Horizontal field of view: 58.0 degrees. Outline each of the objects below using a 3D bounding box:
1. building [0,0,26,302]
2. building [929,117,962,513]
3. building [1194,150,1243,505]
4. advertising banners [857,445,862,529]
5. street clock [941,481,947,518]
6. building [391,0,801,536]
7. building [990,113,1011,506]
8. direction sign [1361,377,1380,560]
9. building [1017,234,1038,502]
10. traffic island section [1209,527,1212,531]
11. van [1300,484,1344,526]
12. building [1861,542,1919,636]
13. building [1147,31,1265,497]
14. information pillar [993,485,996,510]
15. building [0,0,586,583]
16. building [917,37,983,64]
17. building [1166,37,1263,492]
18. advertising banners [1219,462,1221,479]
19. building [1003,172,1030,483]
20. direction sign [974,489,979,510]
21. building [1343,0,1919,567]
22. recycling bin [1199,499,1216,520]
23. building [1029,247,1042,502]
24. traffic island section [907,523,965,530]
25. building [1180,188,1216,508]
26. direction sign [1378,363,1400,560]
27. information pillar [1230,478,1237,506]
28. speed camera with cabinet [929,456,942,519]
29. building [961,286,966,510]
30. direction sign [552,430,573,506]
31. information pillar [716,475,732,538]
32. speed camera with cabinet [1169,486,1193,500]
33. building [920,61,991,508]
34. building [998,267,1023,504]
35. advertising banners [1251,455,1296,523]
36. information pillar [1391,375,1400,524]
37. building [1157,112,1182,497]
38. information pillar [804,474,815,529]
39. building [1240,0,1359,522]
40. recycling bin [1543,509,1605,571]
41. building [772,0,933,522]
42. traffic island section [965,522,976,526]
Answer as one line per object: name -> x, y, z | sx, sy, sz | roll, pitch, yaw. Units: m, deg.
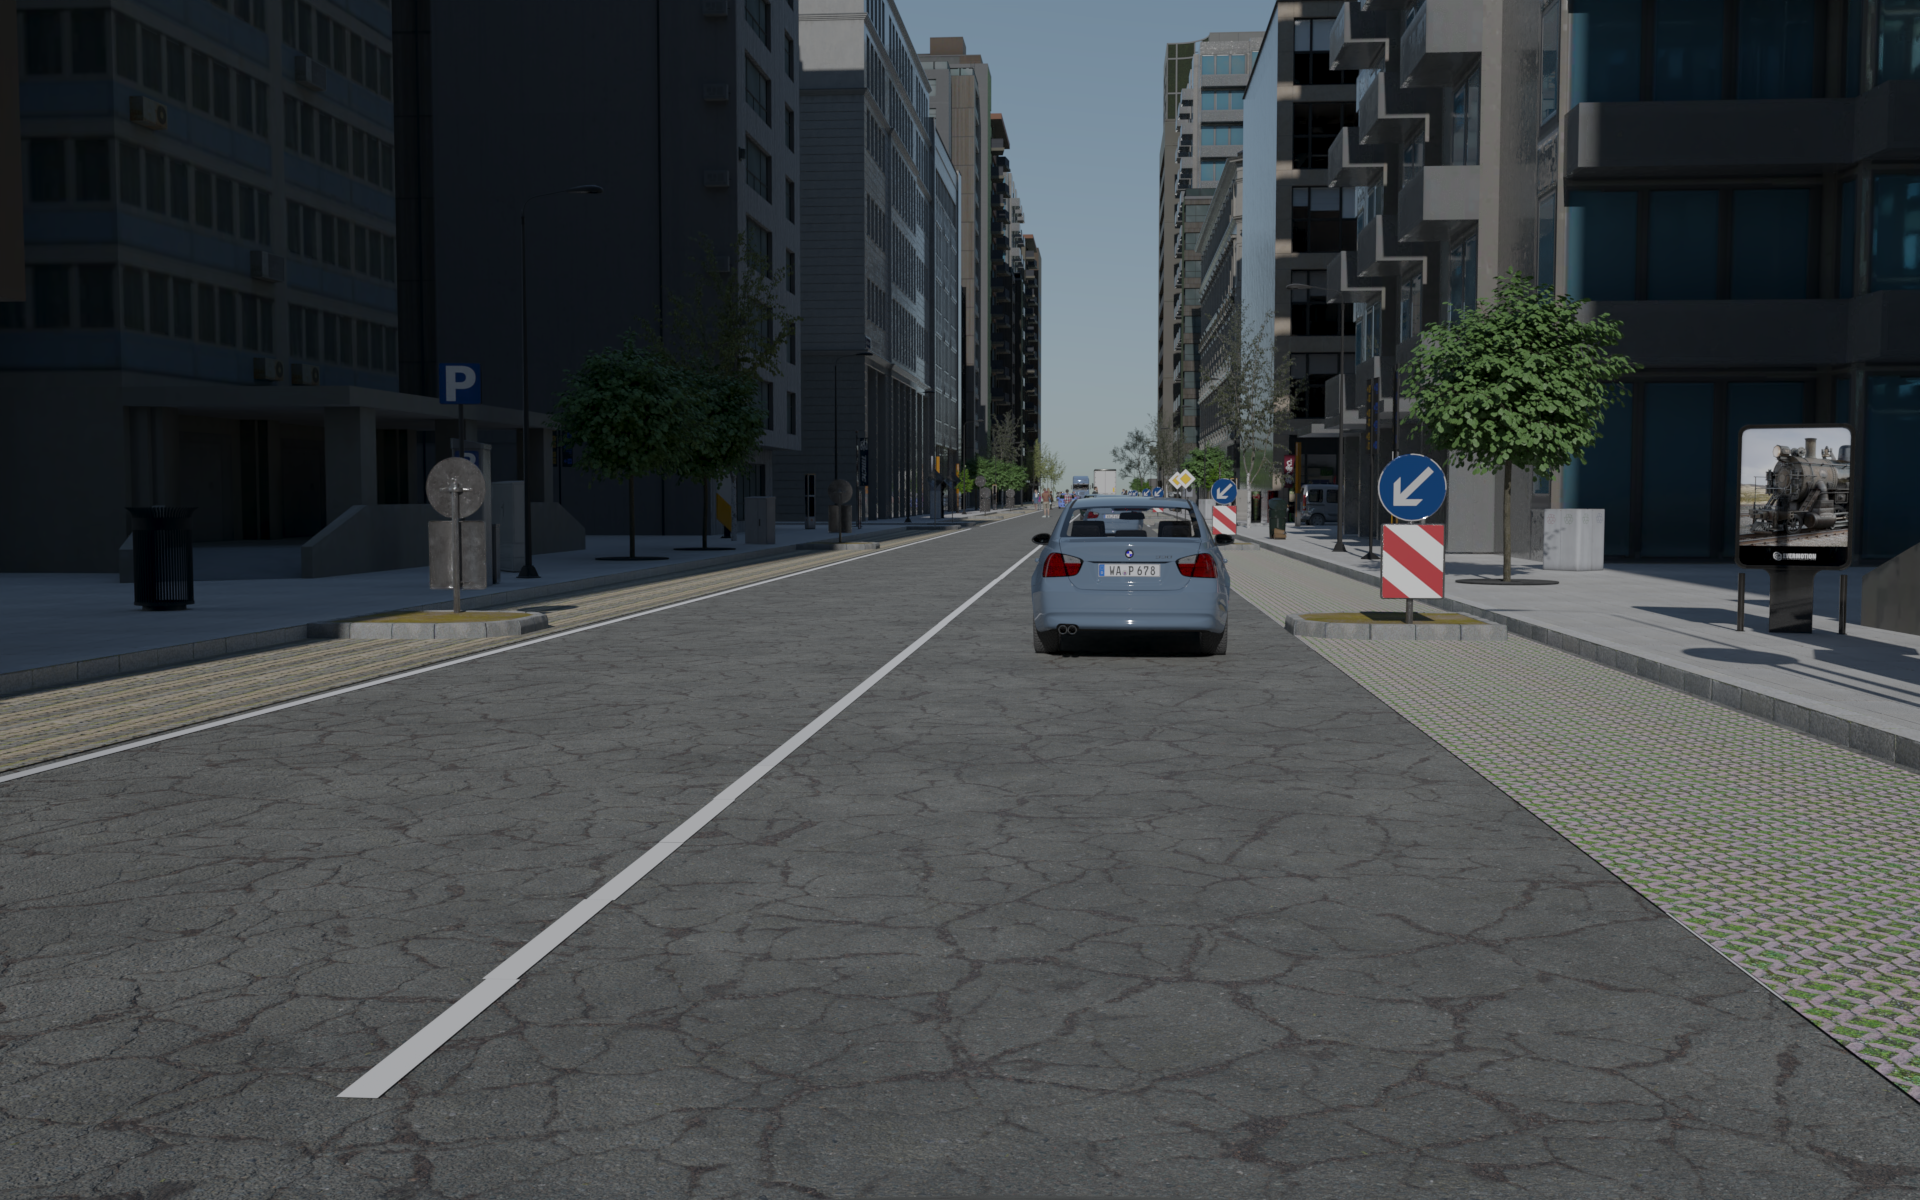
building -> -14.361, -21.710, 5.078 | 14.600, 45.320, 14.200 | 0, 4, 5
building -> -6.735, -18.431, 119.361 | 12.078, 24.808, 19.932 | 0, 4, 5
building -> 26.995, -21.537, 128.544 | 17.030, 29.872, 44.131 | 0, 4, 5
advertising banners -> -3.682, -4.099, 63.205 | 0.090, 3.025, 2.074 | 0, 4, 1
street clock -> -0.959, -5.292, 91.097 | 0.471, 2.002, 0.358 | -3, 5, -39
building -> -13.075, -17.626, 59.885 | 14.107, 30.474, 14.160 | 0, 4, 5
building -> -5.729, -33.136, 196.402 | 22.147, 44.769, 28.867 | 0, 4, 5
direction sign -> 8.076, -2.567, 33.960 | 0.379, 3.537, 0.876 | 0, 4, -1
building -> 1.342, -38.461, 283.456 | 22.147, 44.769, 28.867 | 0, 4, 5
traffic island section -> 9.028, -2.873, 69.249 | 2.009, 0.180, 2.903 | 0, 4, 5
van -> 16.339, -4.042, 73.098 | 4.112, 2.044, 2.013 | 0, 4, 3
building -> 24.252, -19.298, 7.411 | 32.217, 40.220, 23.993 | 0, 4, 5
building -> 40.325, -51.107, 273.852 | 20.563, 71.187, 20.611 | 0, 4, 5
information pillar -> 2.758, -8.185, 138.313 | 0.304, 2.012, 0.304 | 0, 3, 0
building -> -25.293, -20.881, 33.284 | 32.217, 40.220, 23.993 | 0, 4, 5
building -> -4.304, -32.085, 174.698 | 14.600, 45.320, 14.200 | 0, 4, 5
building -> 34.592, -34.675, 186.545 | 23.786, 49.044, 30.456 | 0, 4, 5
advertising banners -> 14.035, -6.007, 94.408 | 0.090, 3.025, 2.074 | 1, 4, 18
building -> -1.990, -38.794, 253.894 | 23.786, 49.044, 30.456 | 0, 4, 5
direction sign -> 1.365, -9.231, 142.915 | 0.876, 3.537, 0.379 | -1, 4, -12
building -> 21.515, -25.874, 42.650 | 23.786, 49.044, 30.456 | 0, 4, 5
recycling bin -> 12.317, -4.485, 85.890 | 0.722, 1.027, 0.722 | -1, 4, -23
building -> 7.127, -40.025, 304.526 | 14.600, 45.320, 14.200 | 0, 4, 5
traffic island section -> -1.028, -2.924, 70.092 | 2.009, 0.180, 2.903 | 0, 4, 5
building -> 28.103, -24.075, 165.335 | 14.160, 30.474, 14.107 | 0, 4, 5
direction sign -> 7.630, -2.348, 30.385 | 0.379, 3.537, 0.876 | 1, 4, 9
information pillar -> 12.770, -4.667, 80.801 | 0.304, 2.012, 0.304 | 1, 4, 12
speed camera with cabinet -> -1.259, -5.819, 89.476 | 0.660, 3.252, 2.038 | 0, 4, 0
building -> -6.273, -18.848, 137.838 | 12.332, 23.373, 15.834 | 0, 4, 5
direction sign -> -11.534, -3.543, 49.932 | 0.379, 3.537, 0.876 | 3, 5, 43
information pillar -> -6.819, -3.593, 50.105 | 0.504, 3.616, 0.183 | -3, 4, -38
speed camera with cabinet -> 19.047, -9.481, 149.350 | 2.038, 3.252, 0.660 | -2, 4, -25
building -> -4.561, -29.157, 160.311 | 14.154, 41.232, 14.086 | 0, 4, 5
building -> 0.564, -27.287, 217.836 | 14.160, 30.474, 14.107 | 0, 4, 5
advertising banners -> 13.864, -4.934, 76.866 | 2.074, 3.025, 0.090 | 0, 4, -4
information pillar -> 8.527, -2.602, 33.904 | 0.183, 3.616, 0.504 | 1, 4, 18
building -> 35.440, -36.049, 213.096 | 21.300, 48.544, 21.600 | 0, 4, 5
information pillar -> -5.458, -3.579, 63.002 | 0.304, 2.012, 0.304 | -2, 4, -30
building -> 31.890, -17.204, 85.802 | 34.151, 26.468, 19.350 | 0, 4, 5
recycling bin -> 10.324, -1.014, 29.140 | 0.722, 1.027, 0.722 | -2, 4, -34
building -> -8.512, -19.385, 94.443 | 11.434, 29.767, 29.804 | 0, 4, 5
traffic island section -> -0.362, -3.411, 78.050 | 2.009, 0.180, 2.903 | 0, 4, 5
